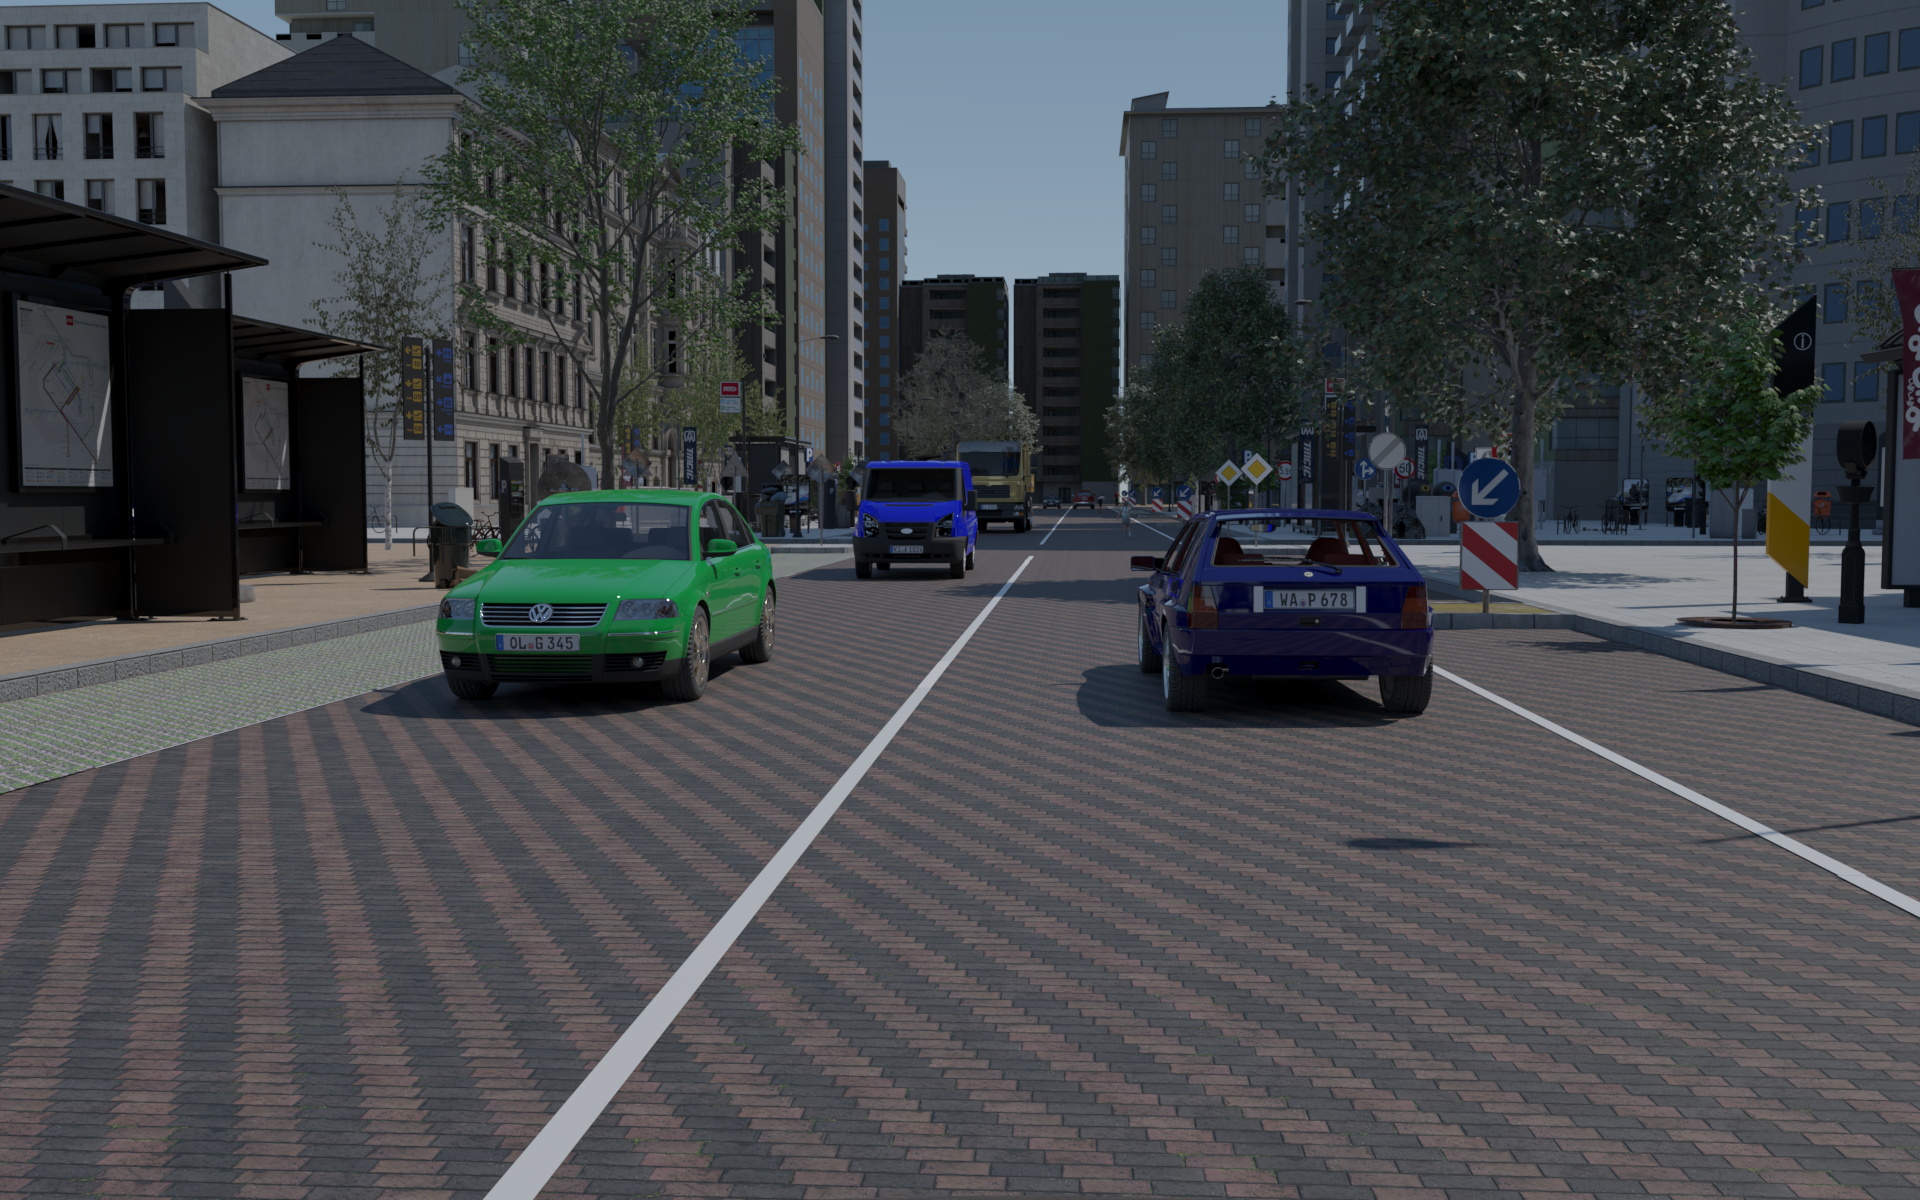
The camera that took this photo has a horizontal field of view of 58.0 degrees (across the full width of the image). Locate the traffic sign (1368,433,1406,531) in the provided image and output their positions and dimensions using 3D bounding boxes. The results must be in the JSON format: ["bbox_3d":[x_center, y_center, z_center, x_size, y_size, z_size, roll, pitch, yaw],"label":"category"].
[{"bbox_3d":[8.847,-2.193,35.969,0.768,2.556,0.104,0,4,6],"label":"traffic sign"}]

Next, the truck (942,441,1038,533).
[{"bbox_3d":[1.365,-4.295,66.142,3.469,3.379,9.791,0,4,5],"label":"truck"}]

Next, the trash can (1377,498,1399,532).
[{"bbox_3d":[13.847,-2.714,56.035,0.748,1.137,0.748,0,3,0],"label":"trash can"}]

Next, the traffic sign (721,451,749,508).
[{"bbox_3d":[-6.796,-3.195,52.238,0.884,2.594,0.081,1,4,11],"label":"traffic sign"}]

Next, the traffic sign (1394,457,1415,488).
[{"bbox_3d":[15.228,-3.620,59.294,0.768,2.556,0.104,1,4,10],"label":"traffic sign"}]

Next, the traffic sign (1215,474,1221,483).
[{"bbox_3d":[14.034,-5.674,92.881,0.768,2.556,0.104,1,4,9],"label":"traffic sign"}]

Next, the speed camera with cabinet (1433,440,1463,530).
[{"bbox_3d":[17.606,-4.158,62.319,0.660,3.252,2.038,0,4,-1],"label":"speed camera with cabinet"}]

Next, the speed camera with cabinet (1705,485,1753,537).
[{"bbox_3d":[23.505,-3.582,52.897,0.660,3.252,2.038,0,4,-1],"label":"speed camera with cabinet"}]

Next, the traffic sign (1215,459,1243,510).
[{"bbox_3d":[7.752,-2.835,49.992,0.795,2.450,0.064,0,4,4],"label":"traffic sign"}]

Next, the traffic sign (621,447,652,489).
[{"bbox_3d":[-7.993,-2.547,42.823,0.795,2.450,0.064,1,4,9],"label":"traffic sign"}]

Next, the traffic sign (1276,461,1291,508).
[{"bbox_3d":[12.438,-4.047,66.270,0.768,2.556,0.104,1,4,9],"label":"traffic sign"}]

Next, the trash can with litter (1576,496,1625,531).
[{"bbox_3d":[22.263,-3.005,60.182,2.233,1.210,1.678,-1,4,-12],"label":"trash can with litter"}]

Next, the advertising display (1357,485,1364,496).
[{"bbox_3d":[27.013,-6.873,117.585,0.123,1.923,0.974,-3,5,-43],"label":"advertising display"}]

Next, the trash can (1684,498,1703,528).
[{"bbox_3d":[27.788,-3.300,65.600,0.748,1.137,0.748,0,3,0],"label":"trash can"}]

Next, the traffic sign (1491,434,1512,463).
[{"bbox_3d":[11.443,-2.201,36.084,0.768,2.556,0.104,1,4,11],"label":"traffic sign"}]

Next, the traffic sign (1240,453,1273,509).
[{"bbox_3d":[7.191,-2.348,42.027,0.795,2.450,0.064,0,4,4],"label":"traffic sign"}]

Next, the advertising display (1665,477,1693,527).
[{"bbox_3d":[28.029,-3.809,67.498,0.974,1.923,0.123,1,4,16],"label":"advertising display"}]

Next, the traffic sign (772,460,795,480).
[{"bbox_3d":[-5.943,-3.495,58.321,0.795,2.450,0.064,0,4,5],"label":"traffic sign"}]

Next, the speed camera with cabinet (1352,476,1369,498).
[{"bbox_3d":[20.785,-5.798,89.139,2.038,3.252,0.660,0,4,6],"label":"speed camera with cabinet"}]

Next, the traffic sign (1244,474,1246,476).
[{"bbox_3d":[17.195,-6.340,103.759,0.768,2.556,0.104,1,4,10],"label":"traffic sign"}]

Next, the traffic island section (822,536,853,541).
[{"bbox_3d":[-2.888,-1.746,50.821,2.009,0.180,2.903,0,4,4],"label":"traffic island section"}]

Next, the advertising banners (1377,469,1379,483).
[{"bbox_3d":[28.619,-7.548,119.593,0.090,3.025,2.074,0,4,-3],"label":"advertising banners"}]

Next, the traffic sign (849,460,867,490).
[{"bbox_3d":[-2.864,-2.882,50.758,0.795,2.450,0.064,0,4,4],"label":"traffic sign"}]

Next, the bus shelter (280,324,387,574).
[{"bbox_3d":[-10.214,-2.046,24.736,1.731,3.624,6.357,0,4,4],"label":"bus shelter"}]

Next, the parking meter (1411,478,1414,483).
[{"bbox_3d":[16.626,-3.511,63.109,0.255,1.863,0.399,-2,4,-34],"label":"parking meter"}]

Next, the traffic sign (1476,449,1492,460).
[{"bbox_3d":[11.646,-2.202,38.133,0.606,2.300,0.079,1,4,13],"label":"traffic sign"}]

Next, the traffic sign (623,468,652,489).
[{"bbox_3d":[-9.462,-3.110,50.845,0.884,2.594,0.081,1,4,9],"label":"traffic sign"}]

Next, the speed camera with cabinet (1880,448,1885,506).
[{"bbox_3d":[18.212,-2.313,32.161,2.038,3.252,0.660,0,4,-8],"label":"speed camera with cabinet"}]

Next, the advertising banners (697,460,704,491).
[{"bbox_3d":[-13.865,-5.673,88.947,2.074,3.025,0.090,2,4,35],"label":"advertising banners"}]

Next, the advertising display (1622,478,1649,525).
[{"bbox_3d":[27.706,-4.032,71.141,0.974,1.923,0.123,0,4,8],"label":"advertising display"}]

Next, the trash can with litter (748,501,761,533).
[{"bbox_3d":[-6.645,-2.828,57.621,0.624,1.170,1.055,2,4,34],"label":"trash can with litter"}]

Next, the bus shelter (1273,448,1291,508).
[{"bbox_3d":[14.276,-4.755,71.670,2.014,3.302,5.546,0,4,4],"label":"bus shelter"}]

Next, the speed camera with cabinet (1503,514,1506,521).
[{"bbox_3d":[19.045,-4.086,61.137,2.038,3.252,0.660,-2,4,-32],"label":"speed camera with cabinet"}]

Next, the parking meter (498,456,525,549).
[{"bbox_3d":[-6.914,-1.288,26.769,0.255,1.863,0.399,-3,5,-39],"label":"parking meter"}]

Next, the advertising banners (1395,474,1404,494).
[{"bbox_3d":[21.250,-5.273,82.409,2.074,3.025,0.090,-3,4,-39],"label":"advertising banners"}]

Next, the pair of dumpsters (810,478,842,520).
[{"bbox_3d":[-6.827,-5.064,85.295,1.574,2.255,4.437,0,4,4],"label":"pair of dumpsters"}]

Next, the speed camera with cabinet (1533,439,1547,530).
[{"bbox_3d":[20.817,-4.207,63.128,0.660,3.252,2.038,0,4,4],"label":"speed camera with cabinet"}]

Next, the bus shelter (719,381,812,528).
[{"bbox_3d":[-7.249,-5.287,64.081,2.179,5.291,8.768,0,4,4],"label":"bus shelter"}]

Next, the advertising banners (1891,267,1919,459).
[{"bbox_3d":[8.219,-1.049,13.343,2.074,3.025,0.090,0,4,7],"label":"advertising banners"}]

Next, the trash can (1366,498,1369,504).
[{"bbox_3d":[14.970,-3.120,62.665,0.748,1.137,0.748,0,3,0],"label":"trash can"}]

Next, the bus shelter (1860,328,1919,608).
[{"bbox_3d":[11.049,-1.408,16.940,2.014,3.302,5.546,0,4,4],"label":"bus shelter"}]

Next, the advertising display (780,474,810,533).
[{"bbox_3d":[-5.375,-3.139,56.533,0.974,1.923,0.123,0,4,6],"label":"advertising display"}]

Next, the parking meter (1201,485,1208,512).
[{"bbox_3d":[16.558,-6.819,117.205,0.399,1.863,0.255,-1,4,-14],"label":"parking meter"}]

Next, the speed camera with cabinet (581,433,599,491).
[{"bbox_3d":[-11.985,-3.760,55.814,0.660,3.252,2.038,-1,4,-10],"label":"speed camera with cabinet"}]

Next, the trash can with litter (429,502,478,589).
[{"bbox_3d":[-6.735,-0.737,23.437,0.624,1.170,1.055,-3,5,-42],"label":"trash can with litter"}]

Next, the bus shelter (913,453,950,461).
[{"bbox_3d":[-1.721,-6.848,103.252,1.731,3.624,6.357,0,4,4],"label":"bus shelter"}]

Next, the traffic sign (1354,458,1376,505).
[{"bbox_3d":[14.423,-3.767,61.691,0.768,2.556,0.104,1,4,8],"label":"traffic sign"}]

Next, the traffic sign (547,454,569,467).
[{"bbox_3d":[-10.234,-2.570,44.153,0.606,2.300,0.079,1,4,12],"label":"traffic sign"}]

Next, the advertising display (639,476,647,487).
[{"bbox_3d":[-11.741,-3.590,63.904,0.123,1.923,0.974,-2,4,-25],"label":"advertising display"}]

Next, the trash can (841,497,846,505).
[{"bbox_3d":[-5.838,-4.763,89.530,0.748,1.137,0.748,0,3,0],"label":"trash can"}]

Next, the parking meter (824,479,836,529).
[{"bbox_3d":[-4.760,-3.525,63.351,0.399,1.863,0.255,-3,5,-44],"label":"parking meter"}]

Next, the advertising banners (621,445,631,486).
[{"bbox_3d":[-12.558,-4.022,61.950,2.074,3.025,0.090,1,4,18],"label":"advertising banners"}]

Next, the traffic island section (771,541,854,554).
[{"bbox_3d":[-3.449,-1.258,42.856,2.009,0.180,2.903,0,4,4],"label":"traffic island section"}]

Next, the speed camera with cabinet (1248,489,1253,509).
[{"bbox_3d":[16.985,-6.540,101.270,0.660,3.252,2.038,2,4,34],"label":"speed camera with cabinet"}]

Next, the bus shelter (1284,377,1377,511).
[{"bbox_3d":[11.989,-4.867,57.207,2.179,5.291,8.768,0,4,4],"label":"bus shelter"}]

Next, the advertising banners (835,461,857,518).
[{"bbox_3d":[-6.095,-5.967,93.747,0.090,3.025,2.074,2,4,35],"label":"advertising banners"}]

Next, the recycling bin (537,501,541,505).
[{"bbox_3d":[-14.311,-2.942,60.662,0.722,1.027,0.722,3,4,38],"label":"recycling bin"}]

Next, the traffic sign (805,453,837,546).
[{"bbox_3d":[-3.425,-2.395,42.793,0.795,2.450,0.064,0,4,4],"label":"traffic sign"}]

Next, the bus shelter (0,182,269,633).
[{"bbox_3d":[-8.002,-1.418,14.468,1.731,3.624,6.357,0,4,4],"label":"bus shelter"}]
